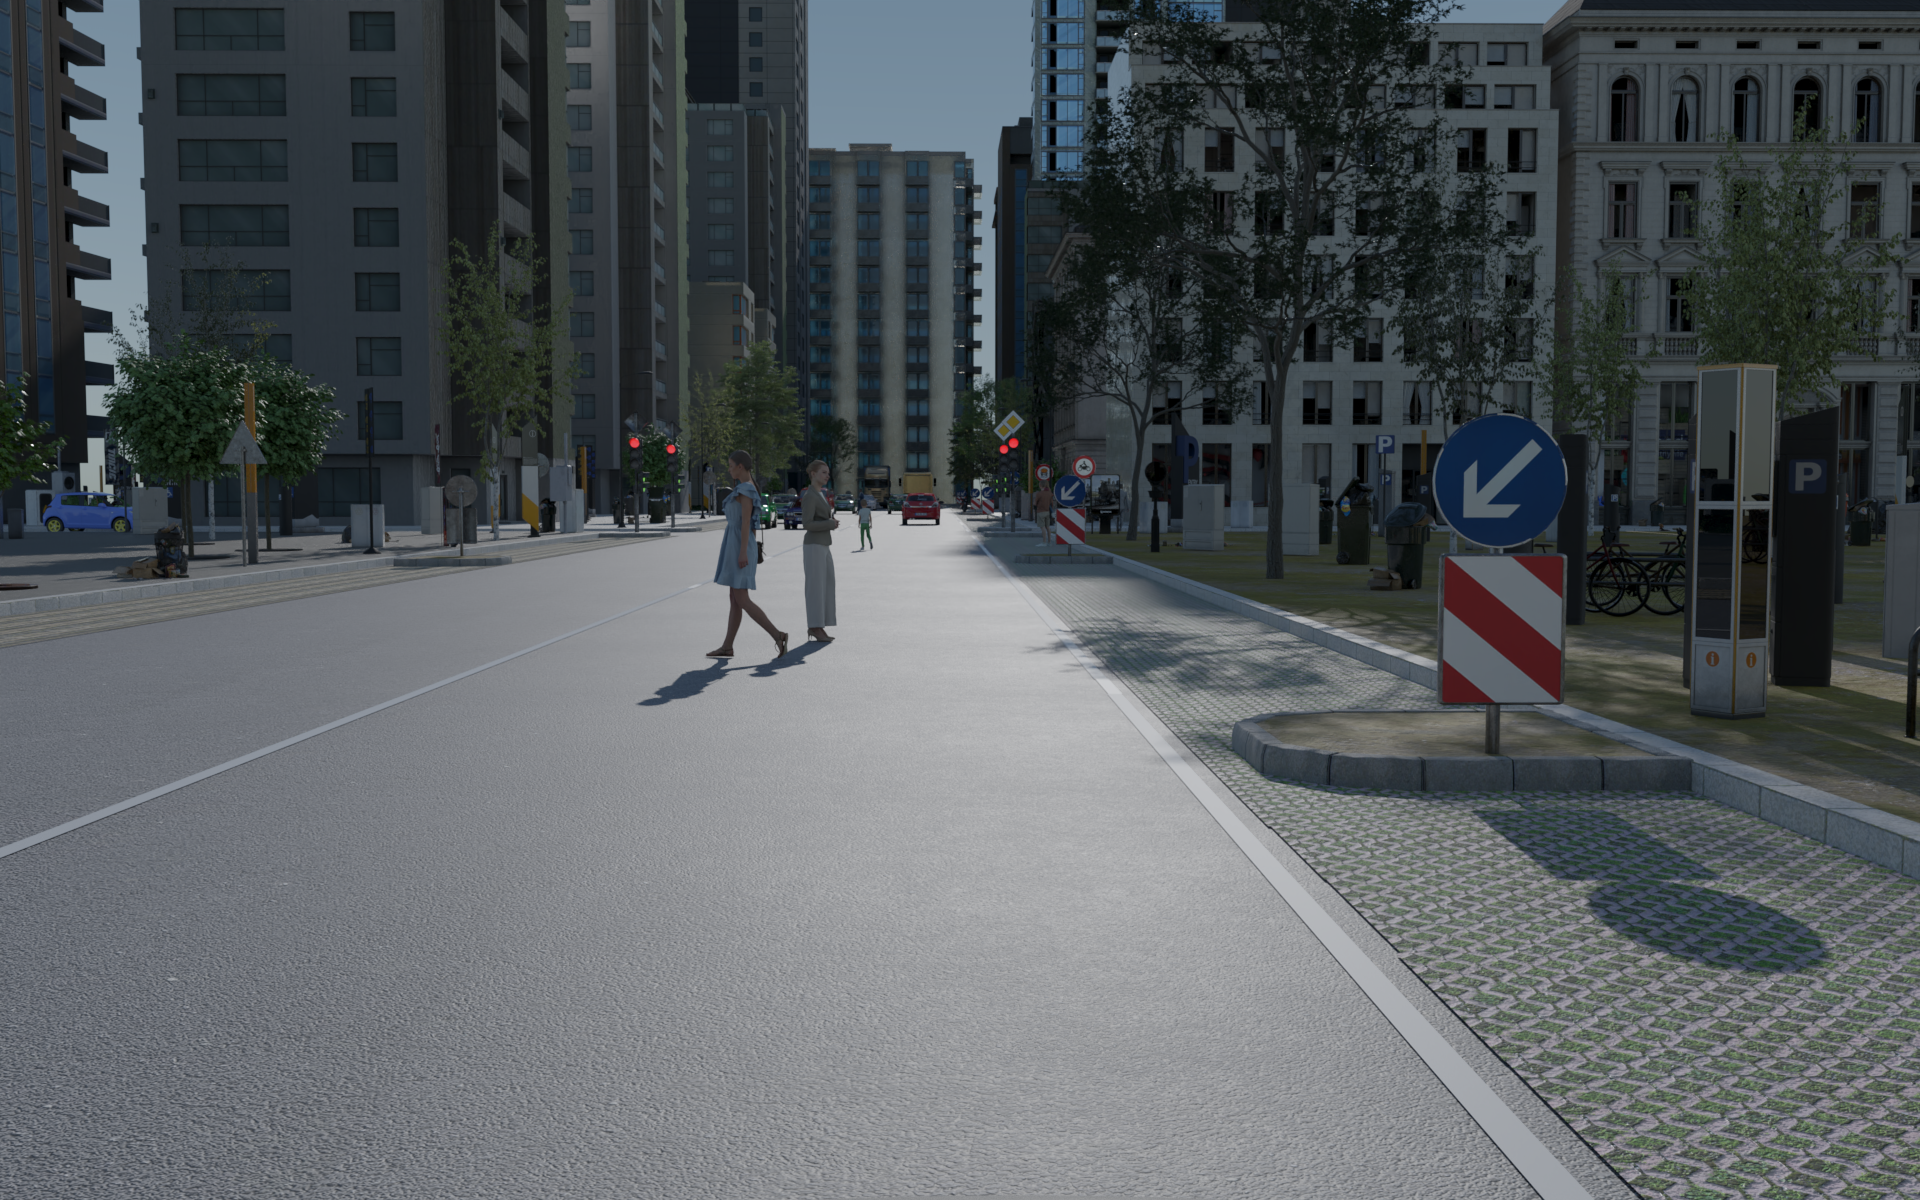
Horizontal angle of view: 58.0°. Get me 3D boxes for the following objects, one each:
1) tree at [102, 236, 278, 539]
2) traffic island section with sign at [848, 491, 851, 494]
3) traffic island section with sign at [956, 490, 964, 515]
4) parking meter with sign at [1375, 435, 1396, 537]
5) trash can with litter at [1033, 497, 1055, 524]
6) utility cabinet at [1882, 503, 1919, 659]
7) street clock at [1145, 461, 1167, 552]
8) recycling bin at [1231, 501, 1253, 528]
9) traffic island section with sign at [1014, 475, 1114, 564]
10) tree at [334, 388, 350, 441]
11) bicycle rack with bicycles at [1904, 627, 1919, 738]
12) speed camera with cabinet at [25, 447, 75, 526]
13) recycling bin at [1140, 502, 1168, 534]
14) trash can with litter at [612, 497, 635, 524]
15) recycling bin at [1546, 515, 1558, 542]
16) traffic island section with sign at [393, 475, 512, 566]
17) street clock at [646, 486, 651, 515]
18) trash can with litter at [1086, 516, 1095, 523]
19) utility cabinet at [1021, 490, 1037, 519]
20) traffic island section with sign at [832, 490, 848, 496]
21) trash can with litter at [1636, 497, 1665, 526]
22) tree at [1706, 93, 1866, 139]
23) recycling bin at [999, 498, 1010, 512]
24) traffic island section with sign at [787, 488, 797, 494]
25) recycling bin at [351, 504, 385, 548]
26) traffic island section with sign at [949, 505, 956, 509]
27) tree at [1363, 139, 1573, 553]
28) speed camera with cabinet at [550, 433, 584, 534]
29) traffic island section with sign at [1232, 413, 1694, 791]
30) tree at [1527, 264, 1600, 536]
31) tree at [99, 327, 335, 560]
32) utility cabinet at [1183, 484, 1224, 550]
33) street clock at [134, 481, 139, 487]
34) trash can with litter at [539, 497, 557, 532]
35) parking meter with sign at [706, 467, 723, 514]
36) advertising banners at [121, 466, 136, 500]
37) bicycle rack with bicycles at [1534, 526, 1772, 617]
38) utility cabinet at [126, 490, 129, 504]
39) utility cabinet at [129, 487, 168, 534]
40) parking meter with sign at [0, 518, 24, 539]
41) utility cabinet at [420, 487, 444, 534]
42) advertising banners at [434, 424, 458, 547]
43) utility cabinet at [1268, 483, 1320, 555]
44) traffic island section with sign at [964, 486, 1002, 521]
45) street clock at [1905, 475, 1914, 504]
[{"bbox_3d":[-21.407,-6.019,48.778,4.360,8.622,3.978,0,3,0],"label":"tree"},{"bbox_3d":[-12.536,-11.446,195.772,1.989,1.847,2.006,0,4,-1],"label":"traffic island section with sign"},{"bbox_3d":[0.929,-6.688,117.974,1.989,1.847,2.006,0,4,-1],"label":"traffic island section with sign"},{"bbox_3d":[12.851,-3.409,52.002,0.543,3.016,1.738,1,4,21],"label":"parking meter with sign"},{"bbox_3d":[3.715,-3.909,75.303,1.055,1.170,0.624,1,4,23],"label":"trash can with litter"},{"bbox_3d":[7.607,-0.169,13.933,0.306,1.237,1.020,2,4,30],"label":"utility cabinet"},{"bbox_3d":[4.307,-2.054,38.161,0.471,2.002,0.358,0,4,2],"label":"street clock"},{"bbox_3d":[10.687,-3.247,65.641,0.722,1.027,0.722,1,4,21],"label":"recycling bin"},{"bbox_3d":[2.137,-1.686,36.195,1.989,1.847,2.006,0,4,-1],"label":"traffic island section with sign"},{"bbox_3d":[-15.564,-3.388,39.102,4.285,4.588,4.351,0,3,0],"label":"tree"},{"bbox_3d":[6.200,0.313,8.273,2.925,0.926,2.852,-1,4,-9],"label":"bicycle rack with bicycles"},{"bbox_3d":[-36.649,-4.615,69.794,0.660,3.252,2.038,1,4,16],"label":"speed camera with cabinet"},{"bbox_3d":[6.304,-2.683,56.426,0.722,1.027,0.722,-1,4,-16],"label":"recycling bin"},{"bbox_3d":[-14.357,-3.836,74.112,1.055,1.170,0.624,0,4,-4],"label":"trash can with litter"},{"bbox_3d":[16.172,-2.066,46.336,0.722,1.027,0.722,0,4,-8],"label":"recycling bin"},{"bbox_3d":[-10.180,-1.615,35.027,1.989,1.847,2.006,0,4,-1],"label":"traffic island section with sign"},{"bbox_3d":[-18.770,-6.117,104.582,0.358,2.002,0.471,-1,4,-10],"label":"street clock"},{"bbox_3d":[5.585,-4.051,77.620,1.055,1.170,0.624,2,4,35],"label":"trash can with litter"},{"bbox_3d":[3.619,-4.736,86.117,1.173,1.500,0.318,2,4,33],"label":"utility cabinet"},{"bbox_3d":[-12.127,-9.739,167.861,1.989,1.847,2.006,0,4,-1],"label":"traffic island section with sign"},{"bbox_3d":[27.342,-3.497,68.567,1.055,1.170,0.624,2,4,30],"label":"trash can with litter"},{"bbox_3d":[15.634,-5.056,33.025,4.737,8.622,4.395,0,3,0],"label":"tree"},{"bbox_3d":[3.198,-6.748,122.890,0.722,1.027,0.722,-1,4,-12],"label":"recycling bin"},{"bbox_3d":[-11.380,-6.663,117.564,1.989,1.847,2.006,0,4,-1],"label":"traffic island section with sign"},{"bbox_3d":[-14.327,-1.796,41.911,0.722,1.027,0.722,-1,4,-15],"label":"recycling bin"},{"bbox_3d":[0.196,-9.769,168.345,1.989,1.847,2.006,0,4,-1],"label":"traffic island section with sign"},{"bbox_3d":[10.304,-5.223,35.757,4.360,8.622,3.978,0,3,0],"label":"tree"},{"bbox_3d":[-12.921,-3.826,56.892,0.660,3.252,2.038,0,4,3],"label":"speed camera with cabinet"},{"bbox_3d":[2.523,-0.038,9.243,1.989,1.847,2.006,0,4,-1],"label":"traffic island section with sign"},{"bbox_3d":[19.438,-6.288,53.165,4.737,8.622,4.395,0,3,0],"label":"tree"},{"bbox_3d":[-15.310,-3.100,34.397,4.285,4.588,4.351,0,3,0],"label":"tree"},{"bbox_3d":[5.517,-1.874,39.326,0.318,1.500,1.173,-2,4,-28],"label":"utility cabinet"},{"bbox_3d":[-47.148,-5.785,99.146,0.358,2.002,0.471,-2,4,-30],"label":"street clock"},{"bbox_3d":[-13.972,-2.870,58.312,0.624,1.170,1.055,-2,4,-30],"label":"trash can with litter"},{"bbox_3d":[-15.613,-7.054,111.590,0.543,3.016,1.738,2,4,26],"label":"parking meter with sign"},{"bbox_3d":[-50.215,-6.620,104.431,2.074,3.025,0.090,2,4,35],"label":"advertising banners"},{"bbox_3d":[7.450,-0.332,18.815,2.925,0.926,2.852,2,4,27],"label":"bicycle rack with bicycles"},{"bbox_3d":[-39.541,-4.511,82.433,0.318,1.500,1.173,-2,4,-25],"label":"utility cabinet"},{"bbox_3d":[-25.762,-2.841,55.121,0.318,1.500,1.173,1,4,19],"label":"utility cabinet"},{"bbox_3d":[-27.751,-3.252,49.435,1.738,3.016,0.543,-1,4,-18],"label":"parking meter with sign"},{"bbox_3d":[-16.731,-2.830,54.950,0.318,1.500,1.173,0,4,6],"label":"utility cabinet"},{"bbox_3d":[-12.668,-2.841,42.641,0.090,3.025,2.074,-2,4,-29],"label":"advertising banners"},{"bbox_3d":[6.966,-1.679,36.135,0.318,1.500,1.173,-2,4,-35],"label":"utility cabinet"},{"bbox_3d":[1.341,-5.029,90.857,1.989,1.847,2.006,0,4,-1],"label":"traffic island section with sign"},{"bbox_3d":[36.686,-3.824,67.095,0.471,2.002,0.358,-1,4,-22],"label":"street clock"}]
